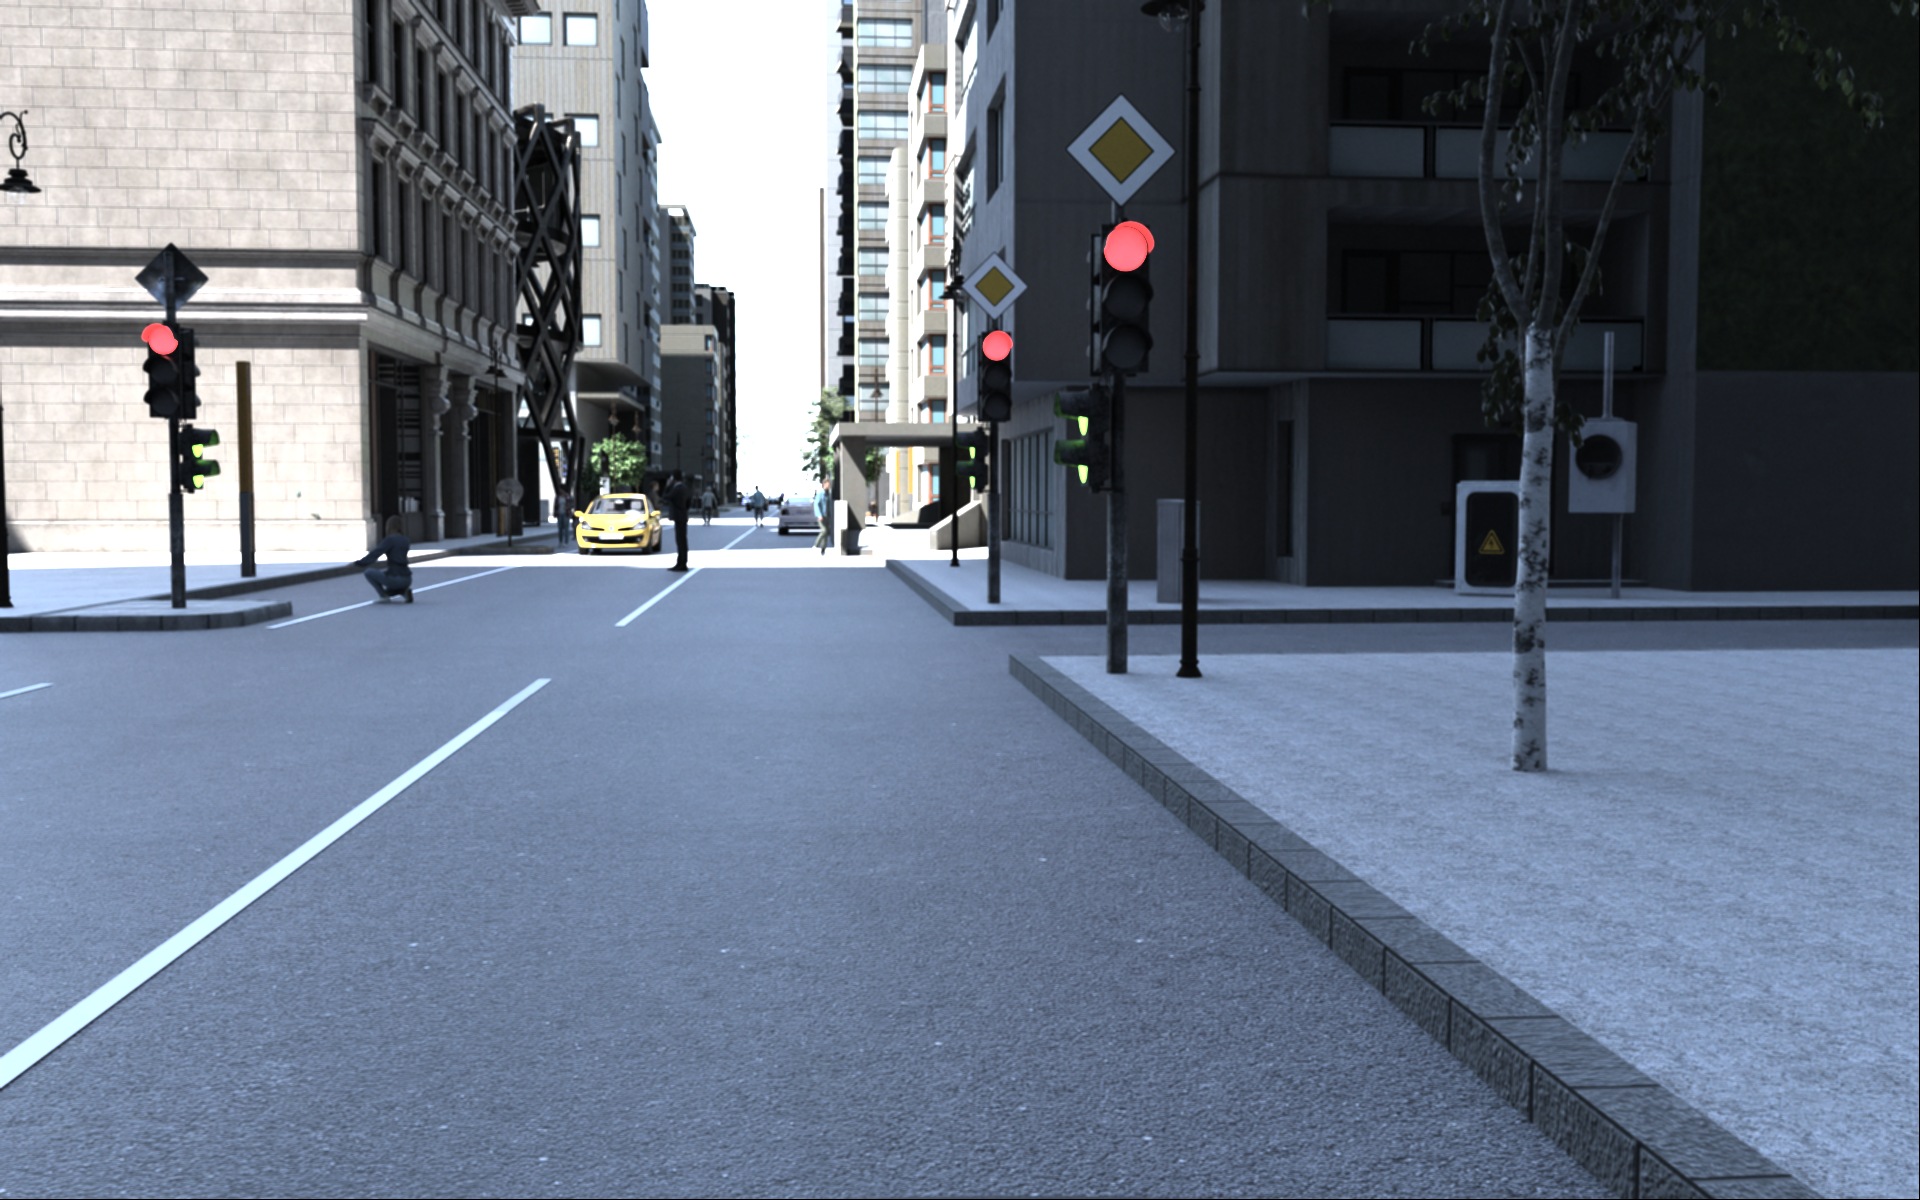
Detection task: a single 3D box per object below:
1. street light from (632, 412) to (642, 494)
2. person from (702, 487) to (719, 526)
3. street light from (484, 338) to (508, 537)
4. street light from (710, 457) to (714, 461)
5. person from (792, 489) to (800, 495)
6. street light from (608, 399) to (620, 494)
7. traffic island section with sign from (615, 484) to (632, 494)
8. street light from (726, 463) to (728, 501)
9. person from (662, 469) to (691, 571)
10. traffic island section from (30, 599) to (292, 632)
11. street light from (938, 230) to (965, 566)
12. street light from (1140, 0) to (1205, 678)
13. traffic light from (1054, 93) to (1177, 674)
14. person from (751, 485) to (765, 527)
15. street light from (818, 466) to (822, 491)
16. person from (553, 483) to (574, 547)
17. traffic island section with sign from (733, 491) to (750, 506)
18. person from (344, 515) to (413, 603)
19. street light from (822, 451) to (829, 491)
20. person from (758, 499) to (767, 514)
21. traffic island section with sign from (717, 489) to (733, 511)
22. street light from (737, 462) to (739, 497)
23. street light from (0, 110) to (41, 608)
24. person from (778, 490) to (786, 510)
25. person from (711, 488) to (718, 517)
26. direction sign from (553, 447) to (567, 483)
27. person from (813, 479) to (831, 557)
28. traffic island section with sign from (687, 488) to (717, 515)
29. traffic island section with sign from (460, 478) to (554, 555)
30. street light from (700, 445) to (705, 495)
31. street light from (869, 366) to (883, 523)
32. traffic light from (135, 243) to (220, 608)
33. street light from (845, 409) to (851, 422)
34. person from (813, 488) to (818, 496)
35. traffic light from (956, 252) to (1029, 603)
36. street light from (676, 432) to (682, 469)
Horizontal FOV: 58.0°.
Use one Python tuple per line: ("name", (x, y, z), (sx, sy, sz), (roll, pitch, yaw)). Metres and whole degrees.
("street light", (-17.917, -7.548, 96.199), (0.468, 5.910, 1.993), (0, 4, -5))
("person", (-11.297, -4.243, 78.364), (0.782, 1.767, 0.515), (-2, 4, -26))
("street light", (-13.782, -4.819, 51.581), (0.468, 5.910, 1.993), (0, 4, -5))
("street light", (-25.486, -12.582, 178.506), (0.468, 5.910, 1.993), (0, 4, -5))
("person", (-12.281, -7.421, 129.918), (1.350, 1.814, 0.705), (1, 4, 9))
("street light", (-16.741, -6.796, 83.900), (0.468, 5.910, 1.993), (0, 4, -5))
("traffic island section with sign", (-13.350, -3.684, 68.857), (1.989, 1.847, 2.006), (0, 4, -5))
("street light", (-28.434, -14.595, 211.423), (0.468, 5.910, 1.993), (0, 4, -5))
("person", (-5.274, -1.488, 32.187), (0.474, 1.900, 0.648), (0, 4, 2))
("traffic island section", (-8.834, 0.167, 19.548), (2.009, 0.180, 2.903), (0, 4, -5))
("street light", (-0.091, -3.535, 30.585), (0.468, 5.910, 1.993), (0, 4, -5))
("street light", (1.611, -2.398, 11.998), (0.468, 5.910, 1.993), (0, 4, -5))
("traffic light", (1.107, -1.431, 12.317), (0.839, 4.253, 0.868), (0, 4, -5))
("person", (-8.822, -4.110, 75.566), (0.638, 1.841, 0.748), (0, 4, -8))
("street light", (-17.518, -15.212, 221.495), (0.468, 5.910, 1.993), (0, 4, -5))
("person", (-10.733, -2.300, 46.939), (0.563, 1.720, 0.643), (0, 4, 5))
("traffic island section with sign", (-25.493, -11.790, 201.396), (1.989, 1.847, 2.006), (0, 4, -5))
("person", (-7.606, -0.538, 22.787), (0.738, 1.151, 1.012), (2, 4, 32))
("street light", (-14.608, -13.248, 189.386), (0.468, 5.910, 1.993), (0, 4, -5))
("person", (-14.361, -7.051, 124.501), (0.721, 1.743, 1.217), (3, 5, 40))
("traffic island section with sign", (-20.380, -8.375, 145.561), (1.989, 1.847, 2.006), (0, 4, -5))
("street light", (-31.299, -16.560, 243.536), (0.468, 5.910, 1.993), (0, 4, -5))
("street light", (-10.843, -2.855, 19.475), (0.468, 5.910, 1.993), (0, 4, -5))
("person", (-16.157, -9.107, 157.272), (0.709, 1.838, 0.599), (-2, 4, -26))
("person", (-15.704, -6.232, 110.524), (0.705, 1.807, 1.348), (1, 4, 14))
("direction sign", (-19.098, -5.561, 82.914), (0.876, 3.537, 0.379), (1, 4, 20))
("person", (-3.145, -1.887, 39.701), (0.444, 1.785, 0.601), (2, 4, 35))
("traffic island section with sign", (-17.923, -6.733, 118.718), (1.989, 1.847, 2.006), (0, 4, -5))
("traffic island section with sign", (-10.865, -2.024, 41.717), (1.989, 1.847, 2.006), (0, 4, -5))
("street light", (-23.784, -11.476, 160.413), (0.468, 5.910, 1.993), (0, 4, -5))
("street light", (-3.017, -5.499, 62.692), (0.468, 5.910, 1.993), (0, 4, -5))
("traffic light", (-8.793, -1.865, 19.417), (0.839, 4.253, 0.868), (0, 4, -5))
("street light", (-5.988, -7.462, 94.796), (0.468, 5.910, 1.993), (0, 4, -5))
("person", (-9.586, -6.537, 115.521), (0.705, 1.807, 1.348), (0, 4, 7))
("traffic light", (0.379, -1.917, 20.269), (0.839, 4.253, 0.868), (0, 4, -5))
("street light", (-20.832, -9.512, 128.308), (0.468, 5.910, 1.993), (0, 4, -5))
